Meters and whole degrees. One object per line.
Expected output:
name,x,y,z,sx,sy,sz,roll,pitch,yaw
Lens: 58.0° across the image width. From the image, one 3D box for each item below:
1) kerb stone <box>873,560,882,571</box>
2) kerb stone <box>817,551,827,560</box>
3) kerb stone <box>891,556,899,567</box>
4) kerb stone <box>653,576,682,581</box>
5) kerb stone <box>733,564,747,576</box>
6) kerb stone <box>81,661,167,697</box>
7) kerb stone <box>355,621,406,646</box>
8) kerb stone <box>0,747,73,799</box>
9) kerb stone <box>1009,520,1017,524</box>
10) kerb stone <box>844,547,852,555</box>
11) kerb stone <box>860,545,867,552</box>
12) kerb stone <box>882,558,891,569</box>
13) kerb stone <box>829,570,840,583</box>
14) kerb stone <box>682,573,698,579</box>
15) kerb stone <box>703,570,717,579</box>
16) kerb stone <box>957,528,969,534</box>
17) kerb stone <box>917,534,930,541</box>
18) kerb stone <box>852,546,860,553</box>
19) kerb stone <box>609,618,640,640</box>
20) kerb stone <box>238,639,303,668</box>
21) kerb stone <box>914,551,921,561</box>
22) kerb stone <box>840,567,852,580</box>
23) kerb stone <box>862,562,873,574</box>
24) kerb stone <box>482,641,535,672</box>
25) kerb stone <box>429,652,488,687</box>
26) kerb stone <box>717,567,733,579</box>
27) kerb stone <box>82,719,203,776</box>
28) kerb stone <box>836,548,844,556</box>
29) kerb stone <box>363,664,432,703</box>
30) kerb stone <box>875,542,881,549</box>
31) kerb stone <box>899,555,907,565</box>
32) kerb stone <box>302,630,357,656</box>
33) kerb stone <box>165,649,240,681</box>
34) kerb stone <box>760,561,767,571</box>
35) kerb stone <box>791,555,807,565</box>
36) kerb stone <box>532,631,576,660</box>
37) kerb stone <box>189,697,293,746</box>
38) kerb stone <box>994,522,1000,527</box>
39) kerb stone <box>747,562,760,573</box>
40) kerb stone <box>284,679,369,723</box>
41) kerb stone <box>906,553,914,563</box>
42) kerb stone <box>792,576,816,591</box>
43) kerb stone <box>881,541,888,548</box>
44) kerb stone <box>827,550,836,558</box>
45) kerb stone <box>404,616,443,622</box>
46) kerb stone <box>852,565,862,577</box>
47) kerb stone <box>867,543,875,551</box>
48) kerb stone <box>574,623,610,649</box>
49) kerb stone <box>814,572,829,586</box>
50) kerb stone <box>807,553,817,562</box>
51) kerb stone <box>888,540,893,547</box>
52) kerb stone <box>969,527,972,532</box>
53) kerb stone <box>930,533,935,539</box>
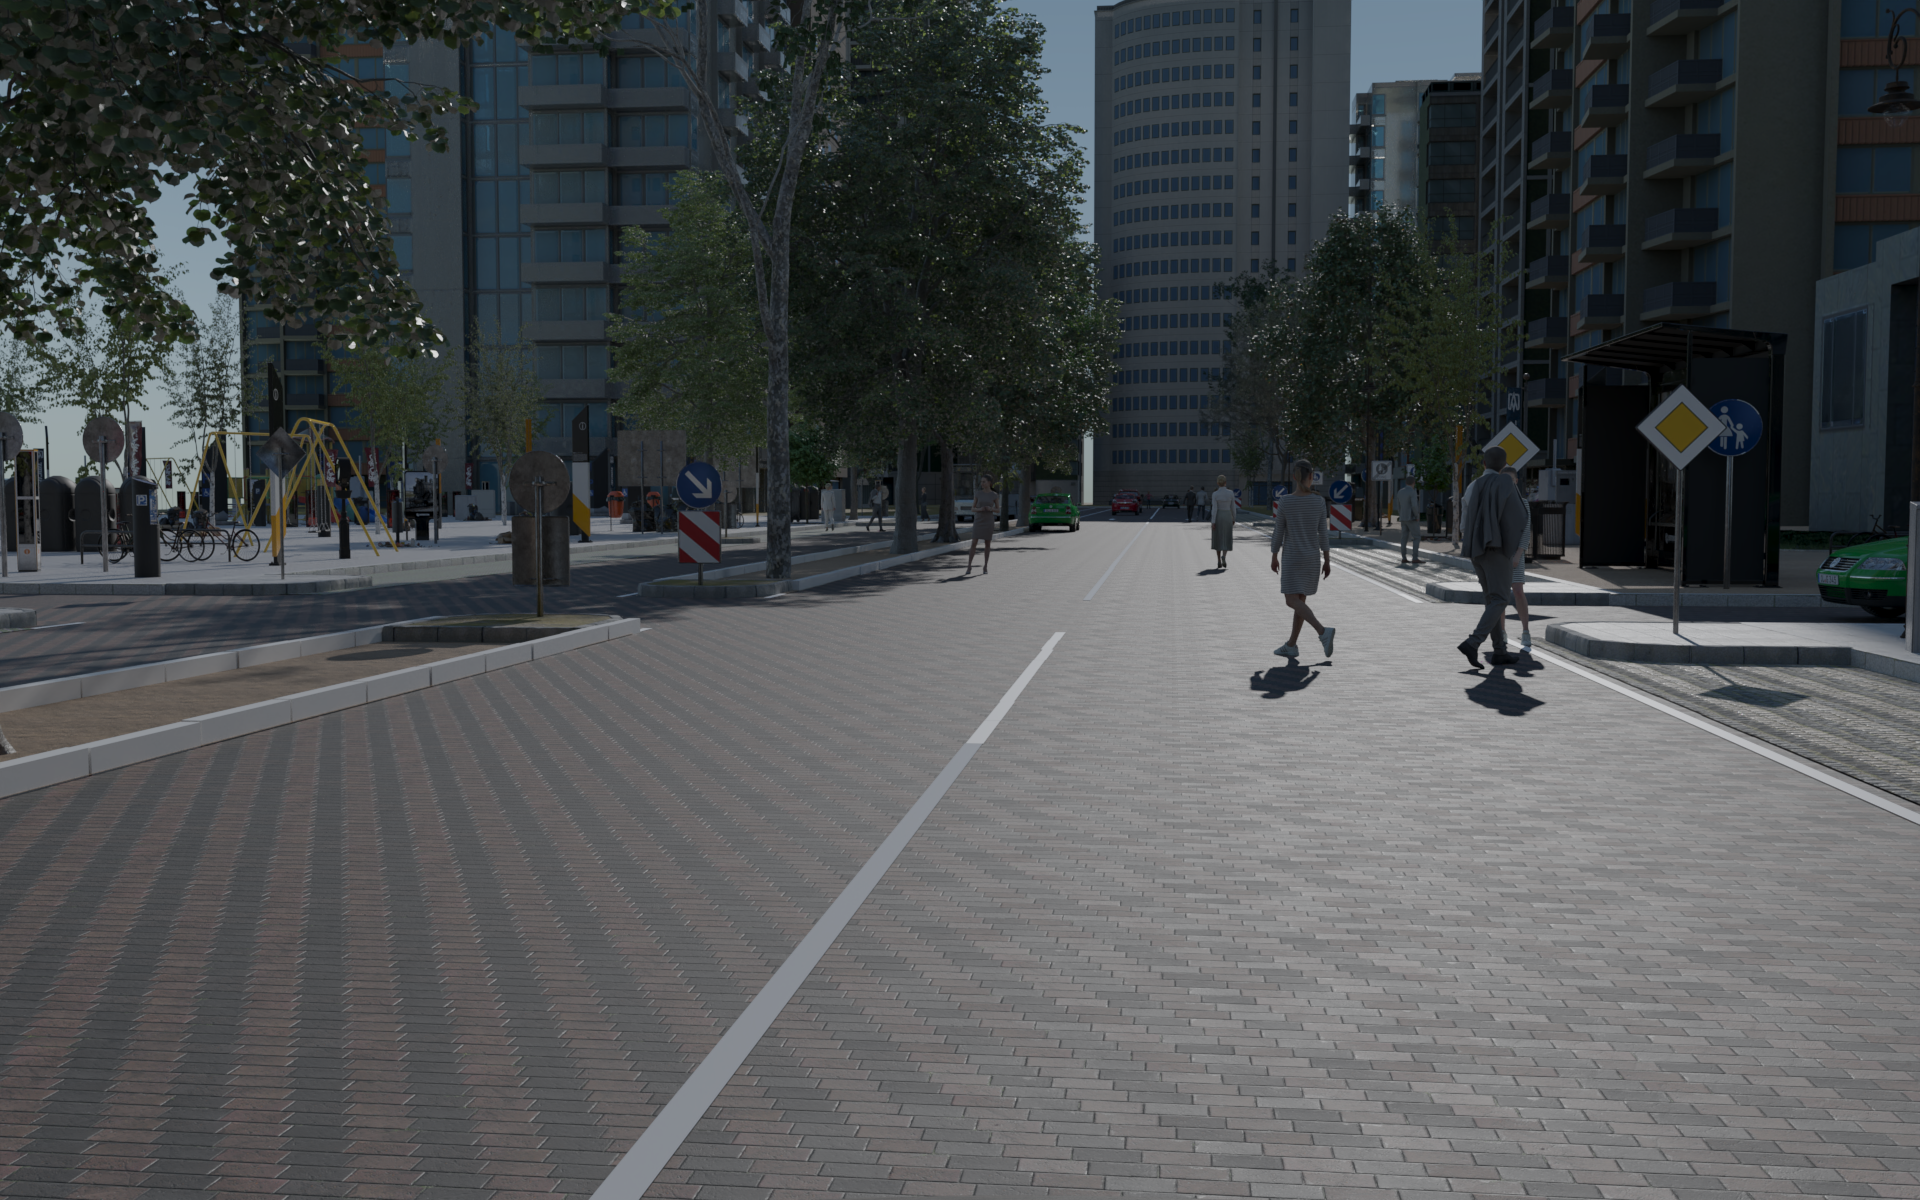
kerb stone,-1.646,-0.613,32.220,0.120,0.150,1.000,0,4,7
kerb stone,-3.105,-0.940,37.568,0.120,0.150,1.000,0,4,7
kerb stone,-1.395,-0.736,34.255,0.120,0.150,1.000,0,4,7
kerb stone,-4.464,-0.256,26.375,0.120,0.150,1.000,0,4,7
kerb stone,-3.976,-0.505,30.449,0.120,0.150,1.000,0,4,7
kerb stone,-6.138,0.587,12.616,0.120,0.150,1.000,0,4,7
kerb stone,-5.644,0.339,16.686,0.120,0.150,1.000,0,4,7
kerb stone,-4.540,0.854,8.296,0.120,0.150,1.000,0,4,7
kerb stone,2.575,-3.800,84.361,0.120,0.150,1.000,0,4,7
kerb stone,-2.738,-1.127,40.629,0.120,0.150,1.000,0,4,7
kerb stone,-2.487,-1.245,42.665,0.120,0.150,1.000,0,4,7
kerb stone,-1.513,-0.675,33.234,0.120,0.150,1.000,0,4,7
kerb stone,-2.138,-0.358,28.160,0.120,0.150,1.000,0,4,7
kerb stone,-4.338,-0.313,27.392,0.120,0.150,1.000,0,4,7
kerb stone,-4.215,-0.376,28.416,0.120,0.150,1.000,0,4,7
kerb stone,0.104,-2.559,64.032,0.120,0.150,1.000,0,4,7
kerb stone,-1.128,-1.927,53.855,0.120,0.150,1.000,0,4,7
kerb stone,-2.612,-1.186,41.650,0.120,0.150,1.000,0,4,7
kerb stone,-3.433,0.295,17.461,0.120,0.150,1.000,0,4,7
kerb stone,-5.888,0.461,14.653,0.120,0.150,1.000,0,4,7
kerb stone,-1.016,-0.924,37.303,0.120,0.150,1.000,0,4,7
kerb stone,-2.013,-0.427,29.176,0.120,0.150,1.000,0,4,7
kerb stone,-1.758,-0.551,31.204,0.120,0.150,1.000,0,4,7
kerb stone,-3.801,0.477,14.403,0.120,0.150,1.000,0,4,7
kerb stone,-3.926,0.539,13.385,0.120,0.150,1.000,0,4,7
kerb stone,-4.089,-0.441,29.434,0.120,0.150,1.000,0,4,7
kerb stone,-4.416,0.796,9.311,0.120,0.150,1.000,0,4,7
kerb stone,-2.860,-1.065,39.609,0.120,0.150,1.000,0,4,7
kerb stone,-4.055,0.601,12.365,0.120,0.150,1.000,0,4,7
kerb stone,-2.239,-1.376,44.697,0.120,0.150,1.000,0,4,7
kerb stone,-1.273,-0.793,35.275,0.120,0.150,1.000,0,4,7
kerb stone,-5.767,0.403,15.668,0.120,0.150,1.000,0,4,7
kerb stone,-6.017,0.527,13.639,0.120,0.150,1.000,0,4,7
kerb stone,-3.724,-0.629,32.486,0.120,0.150,1.000,0,4,7
kerb stone,-3.359,-0.814,35.531,0.120,0.150,1.000,0,4,7
kerb stone,-3.671,0.418,15.417,0.120,0.150,1.000,0,4,7
kerb stone,-4.301,0.727,10.326,0.120,0.150,1.000,0,4,7
kerb stone,1.716,-3.364,77.242,0.120,0.150,1.000,0,4,7
kerb stone,-3.849,-0.567,31.464,0.120,0.150,1.000,0,4,7
kerb stone,-4.179,0.664,11.346,0.120,0.150,1.000,0,4,7
kerb stone,-1.152,-0.862,36.290,0.120,0.150,1.000,0,4,7
kerb stone,-2.378,-0.240,26.123,0.120,0.150,1.000,0,4,7
kerb stone,-2.116,-1.438,45.712,0.120,0.150,1.000,0,4,7
kerb stone,-2.984,-0.997,38.588,0.120,0.150,1.000,0,4,7
kerb stone,-5.518,0.275,17.700,0.120,0.150,1.000,0,4,7
kerb stone,-1.896,-0.489,30.191,0.120,0.150,1.000,0,4,7
kerb stone,-2.360,-1.310,43.682,0.120,0.150,1.000,0,4,7
kerb stone,-3.561,0.355,16.436,0.120,0.150,1.000,0,4,7
kerb stone,-2.256,-0.303,27.144,0.120,0.150,1.000,0,4,7
kerb stone,-3.233,-0.875,36.546,0.120,0.150,1.000,0,4,7
kerb stone,-1.994,-1.500,46.727,0.120,0.150,1.000,0,4,7
kerb stone,0.232,-2.621,65.046,0.120,0.150,1.000,0,4,7
kerb stone,-1.005,-1.999,54.874,0.120,0.150,1.000,0,4,7
